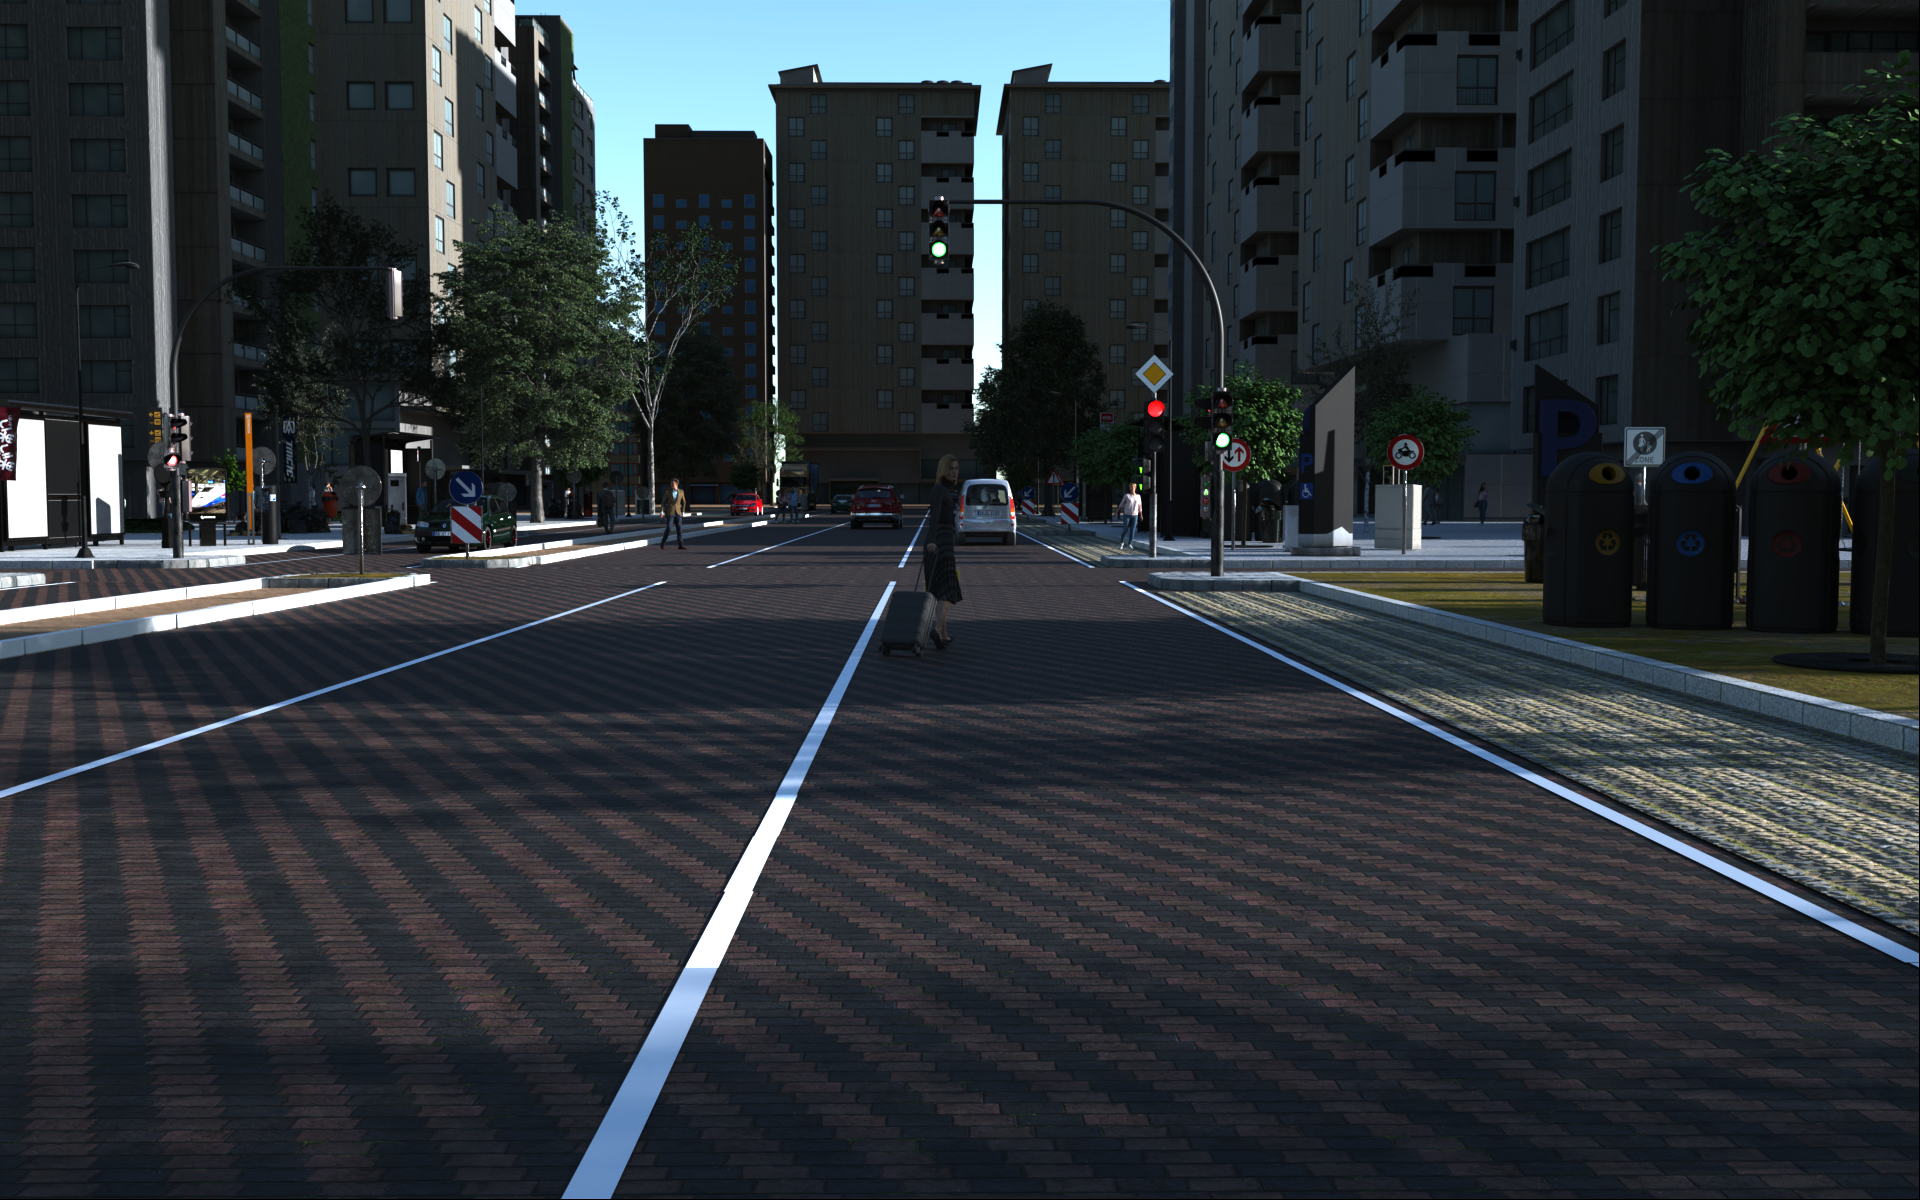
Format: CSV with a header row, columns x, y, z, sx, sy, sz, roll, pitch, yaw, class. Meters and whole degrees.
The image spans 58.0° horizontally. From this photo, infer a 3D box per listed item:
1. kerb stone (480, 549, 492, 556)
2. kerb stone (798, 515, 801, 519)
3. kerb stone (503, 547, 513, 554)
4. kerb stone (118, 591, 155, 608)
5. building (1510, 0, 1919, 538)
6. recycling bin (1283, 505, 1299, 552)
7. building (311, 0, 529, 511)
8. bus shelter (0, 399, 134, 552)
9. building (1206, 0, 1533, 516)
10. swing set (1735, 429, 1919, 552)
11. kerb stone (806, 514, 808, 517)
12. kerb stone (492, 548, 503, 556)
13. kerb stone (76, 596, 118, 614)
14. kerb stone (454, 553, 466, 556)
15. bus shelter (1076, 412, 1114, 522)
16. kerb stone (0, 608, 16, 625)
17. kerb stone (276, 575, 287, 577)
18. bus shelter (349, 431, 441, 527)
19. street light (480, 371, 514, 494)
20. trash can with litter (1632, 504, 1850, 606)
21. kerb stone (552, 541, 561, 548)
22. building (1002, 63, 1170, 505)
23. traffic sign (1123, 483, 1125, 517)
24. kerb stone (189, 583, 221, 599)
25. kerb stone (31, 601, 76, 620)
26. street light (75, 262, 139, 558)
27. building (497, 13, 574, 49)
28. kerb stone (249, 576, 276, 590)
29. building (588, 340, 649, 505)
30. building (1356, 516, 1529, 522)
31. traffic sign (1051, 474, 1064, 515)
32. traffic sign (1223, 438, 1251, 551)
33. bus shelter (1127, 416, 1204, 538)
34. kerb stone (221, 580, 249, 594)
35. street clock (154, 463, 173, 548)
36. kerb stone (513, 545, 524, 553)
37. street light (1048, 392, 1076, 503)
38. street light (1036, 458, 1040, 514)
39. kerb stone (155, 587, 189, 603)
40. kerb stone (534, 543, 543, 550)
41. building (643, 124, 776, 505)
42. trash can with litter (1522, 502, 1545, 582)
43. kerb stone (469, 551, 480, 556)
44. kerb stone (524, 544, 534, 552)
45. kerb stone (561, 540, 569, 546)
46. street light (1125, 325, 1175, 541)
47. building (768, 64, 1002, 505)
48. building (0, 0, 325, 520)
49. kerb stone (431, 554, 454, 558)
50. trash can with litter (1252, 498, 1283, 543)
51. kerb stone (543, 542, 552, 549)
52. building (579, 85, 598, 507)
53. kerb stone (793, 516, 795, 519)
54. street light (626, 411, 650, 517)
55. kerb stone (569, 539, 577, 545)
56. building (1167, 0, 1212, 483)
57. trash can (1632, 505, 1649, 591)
x,y,z,sx,sy,sz,roll,pitch,yaw,class
-10.783,-1.025,38.957,0.120,0.150,1.000,0,4,-1,kerb stone
-9.484,-4.790,100.505,0.120,0.150,1.000,0,4,-1,kerb stone
-10.815,-1.147,41.001,0.120,0.150,1.000,0,4,-1,kerb stone
-10.560,0.012,22.034,0.120,0.150,1.000,0,4,-1,kerb stone
26.883,-17.345,55.292,14.107,30.474,14.160,0,4,-1,building
7.582,-1.592,38.580,0.722,1.027,0.722,0,4,6,recycling bin
-47.307,-32.606,122.350,28.713,52.752,27.495,0,4,-1,building
-21.917,-3.781,39.456,2.179,5.291,8.768,0,4,-1,bus shelter
33.569,-33.016,129.047,28.713,52.752,27.495,0,4,-1,building
12.570,-1.667,24.878,2.862,2.851,3.119,0,4,0,swing set
-9.550,-5.103,105.635,0.120,0.150,1.000,0,4,-1,kerb stone
-10.794,-1.087,39.979,0.120,0.150,1.000,0,4,-1,kerb stone
-10.551,0.075,21.012,0.120,0.150,1.000,0,4,-1,kerb stone
-10.759,-0.900,36.913,0.120,0.150,1.000,0,4,-1,kerb stone
6.506,-6.408,82.395,2.179,5.291,8.768,0,4,-1,bus shelter
-10.521,0.198,18.959,0.120,0.150,1.000,0,4,-1,kerb stone
-10.638,-0.298,27.149,0.120,0.150,1.000,0,4,-1,kerb stone
-21.998,-4.672,67.670,1.731,3.624,6.357,0,4,-1,bus shelter
-17.562,-5.691,65.584,1.470,5.913,1.316,0,4,-1,street light
9.305,-0.577,20.493,1.678,1.210,2.233,-3,5,-40,trash can with litter
-10.874,-1.464,46.140,0.120,0.150,1.000,0,4,-1,kerb stone
18.787,-38.657,221.283,27.495,52.752,28.713,0,4,-1,building
6.688,-4.304,70.476,0.768,2.556,0.104,1,4,9,traffic sign
-10.586,-0.115,24.084,0.120,0.150,1.000,0,4,-1,kerb stone
-10.541,0.135,19.988,0.120,0.150,1.000,0,4,-1,kerb stone
-17.155,-3.811,34.849,1.470,5.913,1.316,0,4,-1,street light
-40.245,-28.132,143.546,14.154,41.232,14.086,0,4,-1,building
-10.617,-0.240,26.127,0.120,0.150,1.000,0,4,-1,kerb stone
-52.972,-22.951,220.286,28.899,21.520,27.650,0,4,-1,building
34.205,-30.762,92.200,28.713,52.752,27.495,0,4,-1,building
6.136,-6.628,108.376,0.884,2.594,0.081,0,4,2,traffic sign
6.202,-2.394,39.250,0.768,2.556,0.104,1,4,8,traffic sign
6.398,-3.847,54.179,1.731,3.624,6.357,0,4,-1,bus shelter
-10.607,-0.171,25.106,0.120,0.150,1.000,0,4,-1,kerb stone
-18.776,-2.227,40.983,0.471,2.002,0.358,1,4,9,street clock
-10.823,-1.213,42.029,0.120,0.150,1.000,0,4,-1,kerb stone
4.688,-6.493,78.699,1.470,5.913,1.316,0,4,-1,street light
4.409,-8.412,110.081,1.470,5.913,1.316,0,4,-1,street light
-10.582,-0.053,23.056,0.120,0.150,1.000,0,4,-1,kerb stone
-10.847,-1.339,44.082,0.120,0.150,1.000,0,4,-1,kerb stone
-30.437,-34.431,213.060,14.200,45.320,14.600,0,4,-1,building
8.684,-0.838,25.086,1.055,1.170,0.624,2,4,25,trash can with litter
-10.772,-0.961,37.935,0.120,0.150,1.000,0,4,-1,kerb stone
-10.835,-1.276,43.060,0.120,0.150,1.000,0,4,-1,kerb stone
-10.888,-1.526,47.173,0.120,0.150,1.000,0,4,-1,kerb stone
5.224,-4.591,47.602,1.470,5.913,1.316,0,4,-1,street light
-9.225,-38.676,221.591,27.495,52.752,28.713,0,4,-1,building
-41.389,-24.611,85.981,14.154,41.232,14.086,0,4,-1,building
-10.747,-0.838,35.890,0.120,0.150,1.000,0,4,-1,kerb stone
8.369,-2.099,45.712,1.055,1.170,0.624,-2,4,-29,trash can with litter
-10.860,-1.401,45.106,0.120,0.150,1.000,0,4,-1,kerb stone
-42.221,-29.417,164.561,14.086,41.232,14.154,0,4,-1,building
-9.425,-4.538,96.390,0.120,0.150,1.000,0,4,-1,kerb stone
-17.967,-7.586,96.567,1.470,5.913,1.316,0,4,-1,street light
-10.900,-1.590,48.197,0.120,0.150,1.000,0,4,-1,kerb stone
29.558,-37.624,157.147,21.231,58.520,28.212,0,4,-1,building
9.286,-0.702,23.125,0.748,1.137,0.748,0,3,0,trash can
